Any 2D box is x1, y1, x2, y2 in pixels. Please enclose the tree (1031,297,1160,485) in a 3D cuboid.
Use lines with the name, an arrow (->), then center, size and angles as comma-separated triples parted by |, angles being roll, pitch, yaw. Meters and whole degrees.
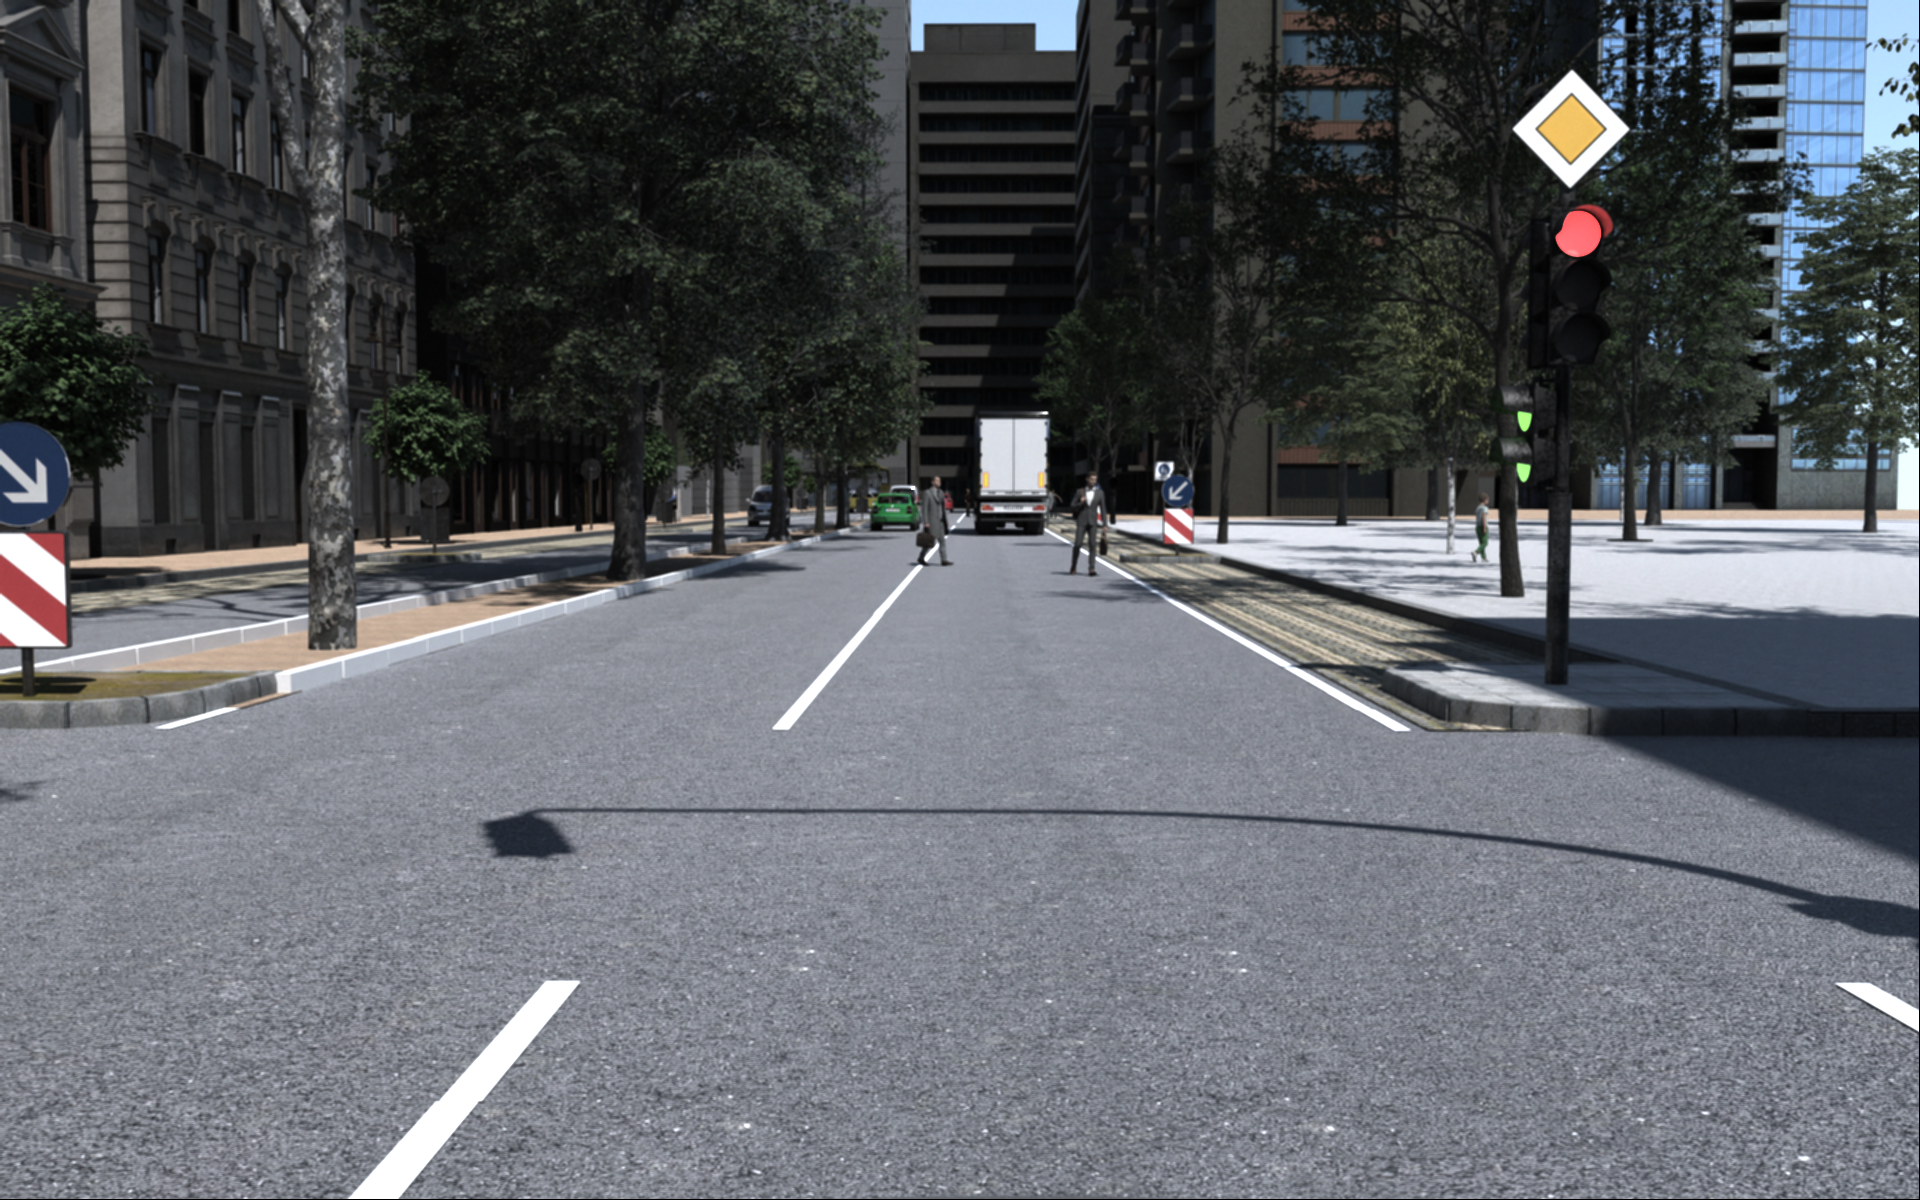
tree -> 7.236, -10.090, 90.734 | 9.928, 11.665, 9.643 | 0, 3, 0

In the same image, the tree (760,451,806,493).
tree -> -12.470, -8.540, 123.335 | 4.285, 4.588, 4.351 | 0, 3, 0

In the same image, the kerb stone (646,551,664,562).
kerb stone -> -6.627, -0.938, 37.539 | 0.120, 0.150, 1.000 | 0, 4, 1

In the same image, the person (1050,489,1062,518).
person -> 5.440, -5.639, 101.413 | 1.217, 1.735, 0.721 | 2, 4, 27

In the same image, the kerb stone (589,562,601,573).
kerb stone -> -6.713, -0.555, 31.362 | 0.120, 0.150, 1.000 | 0, 4, 1

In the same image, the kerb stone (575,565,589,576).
kerb stone -> -6.727, -0.495, 30.340 | 0.120, 0.150, 1.000 | 0, 4, 1

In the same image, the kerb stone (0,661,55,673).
kerb stone -> -6.940, 0.571, 12.913 | 0.120, 0.150, 1.000 | 0, 4, 1

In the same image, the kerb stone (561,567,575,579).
kerb stone -> -6.732, -0.430, 29.310 | 0.120, 0.150, 1.000 | 0, 4, 1

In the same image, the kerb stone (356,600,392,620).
kerb stone -> -6.844, 0.129, 20.084 | 0.120, 0.150, 1.000 | 0, 4, 1

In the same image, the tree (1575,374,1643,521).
tree -> 31.094, -8.026, 81.586 | 4.737, 8.622, 4.395 | 0, 3, 0

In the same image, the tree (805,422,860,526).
tree -> -5.026, -7.623, 77.451 | 4.360, 8.622, 3.978 | 0, 3, 0

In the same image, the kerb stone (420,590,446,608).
kerb stone -> -6.820, 0.004, 22.132 | 0.120, 0.150, 1.000 | 0, 4, 1

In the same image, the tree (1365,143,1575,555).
tree -> 10.400, -5.257, 36.319 | 4.737, 8.622, 4.395 | 0, 3, 0

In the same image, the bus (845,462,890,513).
bus -> -7.054, -8.659, 133.122 | 2.896, 3.916, 12.252 | 0, 4, 1

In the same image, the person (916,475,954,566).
person -> -0.488, -1.586, 34.530 | 0.767, 1.812, 0.694 | 3, 5, 41

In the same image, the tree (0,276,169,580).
tree -> -13.735, -2.604, 26.293 | 4.285, 4.588, 4.351 | 0, 3, 0

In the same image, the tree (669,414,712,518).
tree -> -13.407, -8.645, 91.711 | 4.360, 8.622, 3.978 | 0, 3, 0

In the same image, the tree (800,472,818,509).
tree -> -13.131, -9.546, 150.673 | 1.663, 3.219, 1.824 | 0, 3, 0

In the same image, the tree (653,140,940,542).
tree -> -5.479, -8.103, 51.957 | 9.611, 12.733, 9.660 | 0, 3, 0

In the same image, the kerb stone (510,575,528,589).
kerb stone -> -6.771, -0.247, 26.237 | 0.120, 0.150, 1.000 | 0, 4, 1

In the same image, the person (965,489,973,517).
person -> 0.587, -6.150, 109.571 | 0.721, 1.766, 1.217 | 2, 4, 25

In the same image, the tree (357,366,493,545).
tree -> -13.862, -3.723, 44.583 | 4.285, 4.588, 4.351 | 0, 3, 0

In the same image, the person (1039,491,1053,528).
person -> 3.639, -3.968, 73.477 | 0.635, 1.810, 0.391 | 1, 4, 15

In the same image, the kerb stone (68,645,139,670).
kerb stone -> -6.931, 0.505, 13.935 | 0.120, 0.150, 1.000 | 0, 4, 1

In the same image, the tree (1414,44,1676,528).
tree -> 9.344, -4.793, 28.720 | 4.360, 8.622, 3.978 | 0, 3, 0

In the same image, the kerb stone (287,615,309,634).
kerb stone -> -6.871, 0.254, 18.038 | 0.120, 0.150, 1.000 | 0, 4, 1

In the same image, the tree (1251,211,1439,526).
tree -> 15.357, -9.267, 69.640 | 7.486, 12.596, 7.792 | 0, 3, 0

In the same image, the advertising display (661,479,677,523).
advertising display -> -12.775, -4.333, 76.052 | 0.123, 1.923, 0.974 | 2, 4, 29

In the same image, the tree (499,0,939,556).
tree -> -5.560, -7.753, 39.582 | 12.009, 13.543, 11.850 | 0, 3, 0

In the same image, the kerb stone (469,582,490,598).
kerb stone -> -6.799, -0.118, 24.184 | 0.120, 0.150, 1.000 | 0, 4, 1

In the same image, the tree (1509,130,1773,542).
tree -> 18.233, -7.415, 46.998 | 9.928, 11.665, 9.643 | 0, 3, 0

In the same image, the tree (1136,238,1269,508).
tree -> 6.941, -6.139, 50.729 | 4.360, 8.622, 3.978 | 0, 3, 0

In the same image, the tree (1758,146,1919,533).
tree -> 30.309, -8.471, 56.630 | 7.486, 12.596, 7.792 | 0, 3, 0

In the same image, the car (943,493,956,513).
car -> -1.402, -7.557, 132.602 | 2.155, 1.783, 4.494 | 0, 4, 1

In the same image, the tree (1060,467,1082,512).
tree -> 7.564, -7.870, 123.283 | 1.663, 3.219, 1.824 | 0, 3, 0

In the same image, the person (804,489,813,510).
person -> -12.421, -8.151, 140.096 | 1.217, 1.735, 0.721 | -3, 5, -39

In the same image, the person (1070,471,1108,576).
person -> 2.253, -1.341, 30.397 | 0.622, 1.834, 0.822 | -1, 4, -12

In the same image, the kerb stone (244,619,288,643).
kerb stone -> -6.892, 0.322, 17.017 | 0.120, 0.150, 1.000 | 0, 4, 1

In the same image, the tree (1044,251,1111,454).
tree -> 6.709, -6.714, 44.191 | 8.767, 10.594, 7.601 | 1, 4, 10

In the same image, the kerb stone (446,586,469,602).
kerb stone -> -6.813, -0.055, 23.162 | 0.120, 0.150, 1.000 | 0, 4, 1

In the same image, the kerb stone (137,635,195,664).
kerb stone -> -6.916, 0.442, 14.962 | 0.120, 0.150, 1.000 | 0, 4, 1

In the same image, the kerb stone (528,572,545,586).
kerb stone -> -6.755, -0.310, 27.261 | 0.120, 0.150, 1.000 | 0, 4, 1

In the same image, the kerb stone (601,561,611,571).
kerb stone -> -6.692, -0.622, 32.394 | 0.120, 0.150, 1.000 | 0, 4, 1

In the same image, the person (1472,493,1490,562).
person -> 9.775, -1.358, 32.493 | 0.590, 1.304, 0.306 | -3, 4, -38

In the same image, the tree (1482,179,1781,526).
tree -> 28.011, -9.955, 69.421 | 9.857, 13.997, 8.962 | 0, 3, 0

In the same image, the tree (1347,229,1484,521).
tree -> 22.212, -10.685, 81.347 | 9.857, 13.997, 8.962 | 0, 3, 0

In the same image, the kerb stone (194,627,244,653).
kerb stone -> -6.907, 0.379, 15.994 | 0.120, 0.150, 1.000 | 0, 4, 1

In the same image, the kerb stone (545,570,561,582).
kerb stone -> -6.746, -0.372, 28.283 | 0.120, 0.150, 1.000 | 0, 4, 1

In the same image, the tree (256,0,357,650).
tree -> -6.995, -9.658, 16.251 | 12.611, 20.169, 13.585 | 0, 3, 0

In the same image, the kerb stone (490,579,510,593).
kerb stone -> -6.793, -0.185, 25.215 | 0.120, 0.150, 1.000 | 0, 4, 1

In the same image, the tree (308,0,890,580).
tree -> -5.545, -7.305, 28.554 | 9.857, 13.997, 8.962 | 0, 3, 0

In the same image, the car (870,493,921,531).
car -> -2.530, -3.635, 68.229 | 1.959, 1.807, 4.718 | 0, 4, 1

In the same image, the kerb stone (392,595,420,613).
kerb stone -> -6.833, 0.066, 21.110 | 0.120, 0.150, 1.000 | 0, 4, 1

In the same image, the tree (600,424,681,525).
tree -> -13.534, -5.492, 73.502 | 4.285, 4.588, 4.351 | 0, 3, 0

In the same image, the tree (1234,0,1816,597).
tree -> 6.579, -5.322, 21.434 | 7.601, 10.594, 8.767 | 1, 4, 17

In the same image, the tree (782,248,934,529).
tree -> -4.962, -9.187, 70.800 | 7.486, 12.596, 7.792 | 0, 3, 0

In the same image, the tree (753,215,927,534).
tree -> -4.946, -8.173, 61.835 | 9.928, 11.665, 9.643 | 0, 3, 0

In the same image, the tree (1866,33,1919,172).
tree -> 9.842, -3.893, 14.010 | 4.737, 8.622, 4.395 | 0, 3, 0
